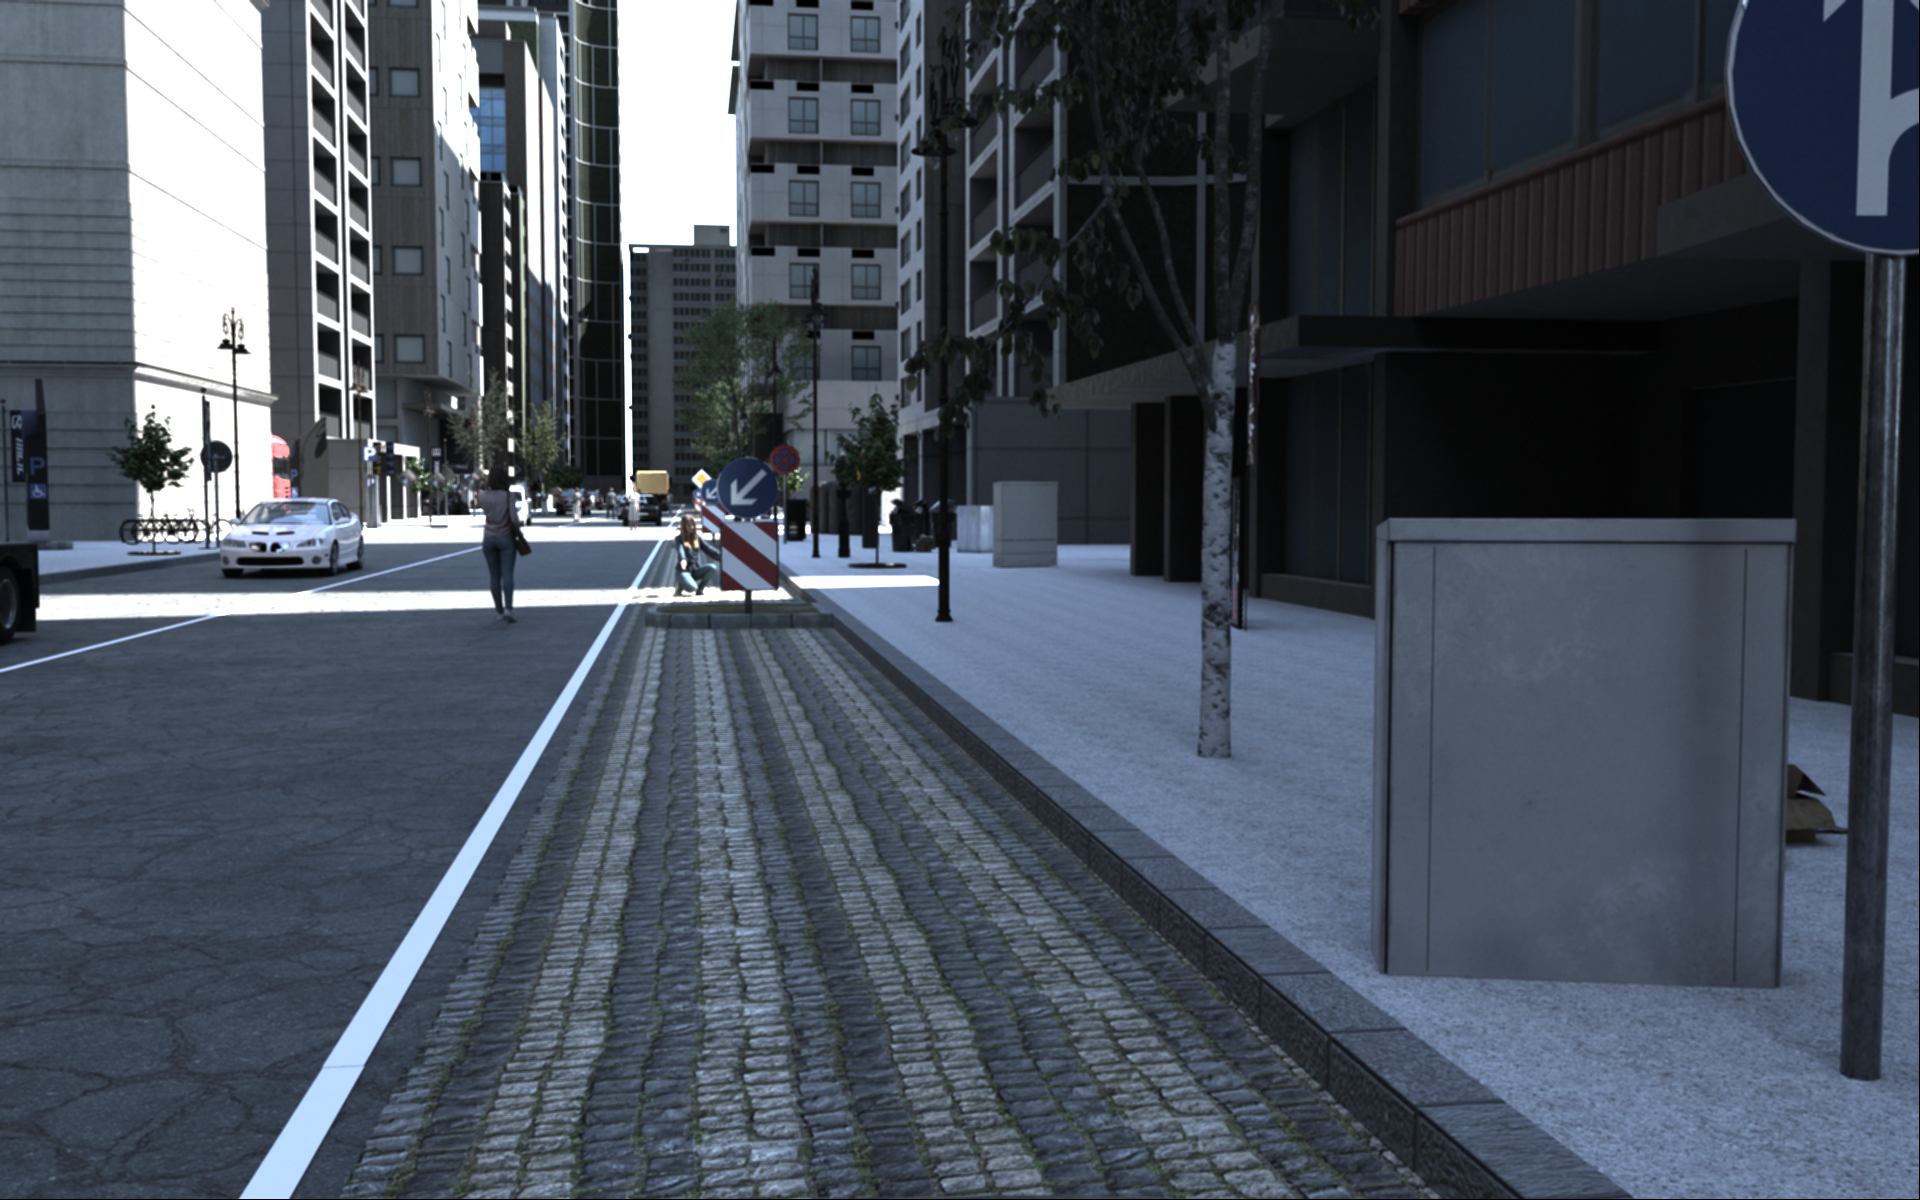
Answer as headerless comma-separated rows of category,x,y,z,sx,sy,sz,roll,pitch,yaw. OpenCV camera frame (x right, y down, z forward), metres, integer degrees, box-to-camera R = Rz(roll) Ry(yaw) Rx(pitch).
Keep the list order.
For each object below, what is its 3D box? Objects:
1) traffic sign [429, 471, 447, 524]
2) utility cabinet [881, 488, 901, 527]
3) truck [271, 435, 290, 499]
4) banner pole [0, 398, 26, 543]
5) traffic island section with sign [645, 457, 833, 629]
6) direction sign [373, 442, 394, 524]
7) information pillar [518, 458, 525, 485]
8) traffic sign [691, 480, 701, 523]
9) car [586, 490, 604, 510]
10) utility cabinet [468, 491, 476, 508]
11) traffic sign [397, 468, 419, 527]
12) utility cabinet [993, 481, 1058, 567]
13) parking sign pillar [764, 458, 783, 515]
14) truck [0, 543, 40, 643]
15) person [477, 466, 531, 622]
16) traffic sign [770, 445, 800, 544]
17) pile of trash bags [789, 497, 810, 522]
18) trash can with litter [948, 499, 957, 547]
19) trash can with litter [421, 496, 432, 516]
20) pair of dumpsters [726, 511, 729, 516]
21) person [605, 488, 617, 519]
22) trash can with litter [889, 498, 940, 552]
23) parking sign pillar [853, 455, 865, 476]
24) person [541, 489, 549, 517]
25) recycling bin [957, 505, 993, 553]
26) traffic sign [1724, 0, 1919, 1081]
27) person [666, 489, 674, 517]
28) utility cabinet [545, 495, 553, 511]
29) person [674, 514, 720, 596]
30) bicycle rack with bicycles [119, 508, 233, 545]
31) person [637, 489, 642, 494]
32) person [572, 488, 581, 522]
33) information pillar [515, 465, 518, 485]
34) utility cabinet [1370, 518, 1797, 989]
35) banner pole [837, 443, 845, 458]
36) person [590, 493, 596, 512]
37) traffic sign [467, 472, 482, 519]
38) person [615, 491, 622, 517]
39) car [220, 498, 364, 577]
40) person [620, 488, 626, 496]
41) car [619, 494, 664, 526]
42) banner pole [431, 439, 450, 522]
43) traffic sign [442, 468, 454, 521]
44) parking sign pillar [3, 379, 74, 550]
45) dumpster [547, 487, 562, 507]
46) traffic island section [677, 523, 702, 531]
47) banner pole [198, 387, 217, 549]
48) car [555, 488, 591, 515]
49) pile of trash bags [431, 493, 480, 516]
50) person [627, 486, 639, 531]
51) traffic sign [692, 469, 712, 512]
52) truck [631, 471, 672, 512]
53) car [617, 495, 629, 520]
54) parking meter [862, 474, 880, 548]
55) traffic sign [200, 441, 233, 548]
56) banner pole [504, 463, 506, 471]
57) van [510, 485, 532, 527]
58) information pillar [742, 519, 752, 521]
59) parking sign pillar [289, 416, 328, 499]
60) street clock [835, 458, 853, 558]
traffic sign,-22.502,-4.345,74.679,0.795,2.450,0.064,-1,4,-9
utility cabinet,-2.473,-3.509,66.043,0.318,1.500,1.173,3,5,43
truck,-31.638,-4.843,68.104,11.283,4.237,2.839,-1,4,-9
banner pole,-24.842,-3.394,45.516,0.863,3.779,0.401,-1,4,-14
traffic island section with sign,-2.478,-0.647,19.205,1.989,1.847,2.006,-1,4,-9
direction sign,-25.103,-5.107,75.499,0.876,3.537,0.379,-1,4,-9
information pillar,-28.458,-7.435,112.921,0.183,3.616,0.504,0,4,5
traffic sign,-11.438,-4.449,76.380,0.795,2.450,0.064,-1,4,-9
car,-33.222,-9.003,155.879,2.281,1.827,5.304,-1,4,-10
utility cabinet,-40.687,-8.272,143.931,1.173,1.500,0.318,3,4,36
traffic sign,-21.269,-3.862,66.789,0.795,2.450,0.064,-1,4,-9
utility cabinet,1.144,-1.332,30.460,1.173,1.500,0.318,-2,4,-32
parking sign pillar,-11.386,-7.095,104.476,1.447,3.967,1.447,-1,4,-18
truck,-8.712,-1.102,7.779,2.967,4.110,18.799,-1,4,-10
person,-5.159,-0.637,19.508,0.593,1.750,0.643,0,4,3
traffic sign,-4.522,-2.730,44.734,0.768,2.556,0.104,0,4,-8
pile of trash bags,-6.719,-4.324,80.447,1.912,1.369,3.447,-2,4,-33
trash can with litter,-0.558,-1.847,41.586,0.624,1.170,1.055,3,5,42
trash can with litter,-30.913,-5.393,99.559,1.055,1.170,0.624,1,4,10
pair of dumpsters,-13.527,-6.175,103.447,1.574,2.255,4.437,-1,4,-9
person,-20.225,-5.587,100.253,0.661,1.777,0.834,-3,4,-39
trash can with litter,-1.044,-1.654,38.429,1.055,1.170,0.624,2,4,24
parking sign pillar,-6.169,-7.296,107.763,1.447,3.967,1.447,2,4,25
person,-26.446,-6.189,110.236,0.519,1.759,0.362,0,4,7
recycling bin,0.421,-1.563,38.115,0.722,1.027,0.722,-3,5,-44
traffic sign,1.989,-0.223,3.747,0.768,2.556,0.104,0,4,-2
person,-18.266,-6.107,109.186,0.563,1.720,0.643,2,4,31
utility cabinet,-32.104,-7.570,134.927,0.306,1.237,1.020,1,4,14
person,-3.638,-0.629,24.286,1.012,1.151,0.738,-3,4,-39
bicycle rack with bicycles,-20.604,-1.956,45.359,2.925,0.926,2.852,-2,4,-34
person,-24.642,-7.618,133.169,0.853,1.813,0.709,-3,5,-40
person,-19.837,-4.926,89.589,0.362,1.759,0.519,2,4,31
information pillar,-35.669,-9.084,139.878,0.504,3.616,0.183,0,4,7
utility cabinet,1.646,0.398,4.662,1.020,1.237,0.306,0,4,8
banner pole,-5.312,-5.338,77.292,0.401,3.779,0.863,-2,4,-34
person,-30.148,-8.015,142.137,0.523,1.515,0.503,1,4,14
traffic sign,-25.030,-5.392,89.337,0.795,2.450,0.064,0,4,-4
person,-21.165,-5.951,107.607,0.589,1.601,0.330,-3,4,-37
car,-12.085,-1.174,31.555,2.083,1.381,4.827,-1,4,-10
person,-21.836,-6.358,112.627,0.473,1.802,0.592,1,4,23
car,-14.345,-4.178,78.104,2.009,1.686,4.222,-1,4,-10
banner pole,-23.679,-5.439,78.946,0.863,3.779,0.401,0,3,0
traffic sign,-24.771,-5.102,83.530,0.768,2.556,0.104,0,4,-4
parking sign pillar,-21.318,-3.149,39.957,1.447,3.967,1.447,-2,4,-30
dumpster,-34.394,-8.647,147.141,1.264,1.857,1.865,-1,4,-9
traffic island section,-10.183,-2.831,68.571,2.009,0.180,2.903,-1,4,-9
banner pole,-17.716,-3.105,40.788,0.401,3.779,0.863,-1,4,-11
car,-26.264,-6.670,117.735,2.281,1.827,5.304,0,4,-7
pile of trash bags,-29.976,-5.742,103.642,1.912,1.369,3.447,3,5,44
person,-12.777,-3.593,67.816,0.480,1.755,0.524,-1,4,-23
traffic sign,-10.205,-3.966,68.490,0.795,2.450,0.064,-1,4,-9
truck,-25.791,-9.128,145.161,3.469,3.379,9.791,-1,4,-11
car,-18.263,-5.208,97.146,2.014,1.417,4.499,-1,4,-8
parking meter,-2.107,-2.160,41.035,0.399,1.863,0.255,-1,4,-17
traffic sign,-17.794,-2.529,41.462,0.768,2.556,0.104,0,4,-1
banner pole,-36.351,-9.085,138.549,0.401,3.779,0.863,-1,4,-19
van,-20.064,-4.286,77.086,2.013,2.044,4.112,-1,4,-9
information pillar,-8.269,-3.836,67.206,0.304,2.012,0.304,3,4,38
parking sign pillar,-22.384,-4.345,59.512,1.447,3.967,1.447,2,4,26
street clock,-2.346,-1.864,35.048,0.358,2.002,0.471,1,4,14
